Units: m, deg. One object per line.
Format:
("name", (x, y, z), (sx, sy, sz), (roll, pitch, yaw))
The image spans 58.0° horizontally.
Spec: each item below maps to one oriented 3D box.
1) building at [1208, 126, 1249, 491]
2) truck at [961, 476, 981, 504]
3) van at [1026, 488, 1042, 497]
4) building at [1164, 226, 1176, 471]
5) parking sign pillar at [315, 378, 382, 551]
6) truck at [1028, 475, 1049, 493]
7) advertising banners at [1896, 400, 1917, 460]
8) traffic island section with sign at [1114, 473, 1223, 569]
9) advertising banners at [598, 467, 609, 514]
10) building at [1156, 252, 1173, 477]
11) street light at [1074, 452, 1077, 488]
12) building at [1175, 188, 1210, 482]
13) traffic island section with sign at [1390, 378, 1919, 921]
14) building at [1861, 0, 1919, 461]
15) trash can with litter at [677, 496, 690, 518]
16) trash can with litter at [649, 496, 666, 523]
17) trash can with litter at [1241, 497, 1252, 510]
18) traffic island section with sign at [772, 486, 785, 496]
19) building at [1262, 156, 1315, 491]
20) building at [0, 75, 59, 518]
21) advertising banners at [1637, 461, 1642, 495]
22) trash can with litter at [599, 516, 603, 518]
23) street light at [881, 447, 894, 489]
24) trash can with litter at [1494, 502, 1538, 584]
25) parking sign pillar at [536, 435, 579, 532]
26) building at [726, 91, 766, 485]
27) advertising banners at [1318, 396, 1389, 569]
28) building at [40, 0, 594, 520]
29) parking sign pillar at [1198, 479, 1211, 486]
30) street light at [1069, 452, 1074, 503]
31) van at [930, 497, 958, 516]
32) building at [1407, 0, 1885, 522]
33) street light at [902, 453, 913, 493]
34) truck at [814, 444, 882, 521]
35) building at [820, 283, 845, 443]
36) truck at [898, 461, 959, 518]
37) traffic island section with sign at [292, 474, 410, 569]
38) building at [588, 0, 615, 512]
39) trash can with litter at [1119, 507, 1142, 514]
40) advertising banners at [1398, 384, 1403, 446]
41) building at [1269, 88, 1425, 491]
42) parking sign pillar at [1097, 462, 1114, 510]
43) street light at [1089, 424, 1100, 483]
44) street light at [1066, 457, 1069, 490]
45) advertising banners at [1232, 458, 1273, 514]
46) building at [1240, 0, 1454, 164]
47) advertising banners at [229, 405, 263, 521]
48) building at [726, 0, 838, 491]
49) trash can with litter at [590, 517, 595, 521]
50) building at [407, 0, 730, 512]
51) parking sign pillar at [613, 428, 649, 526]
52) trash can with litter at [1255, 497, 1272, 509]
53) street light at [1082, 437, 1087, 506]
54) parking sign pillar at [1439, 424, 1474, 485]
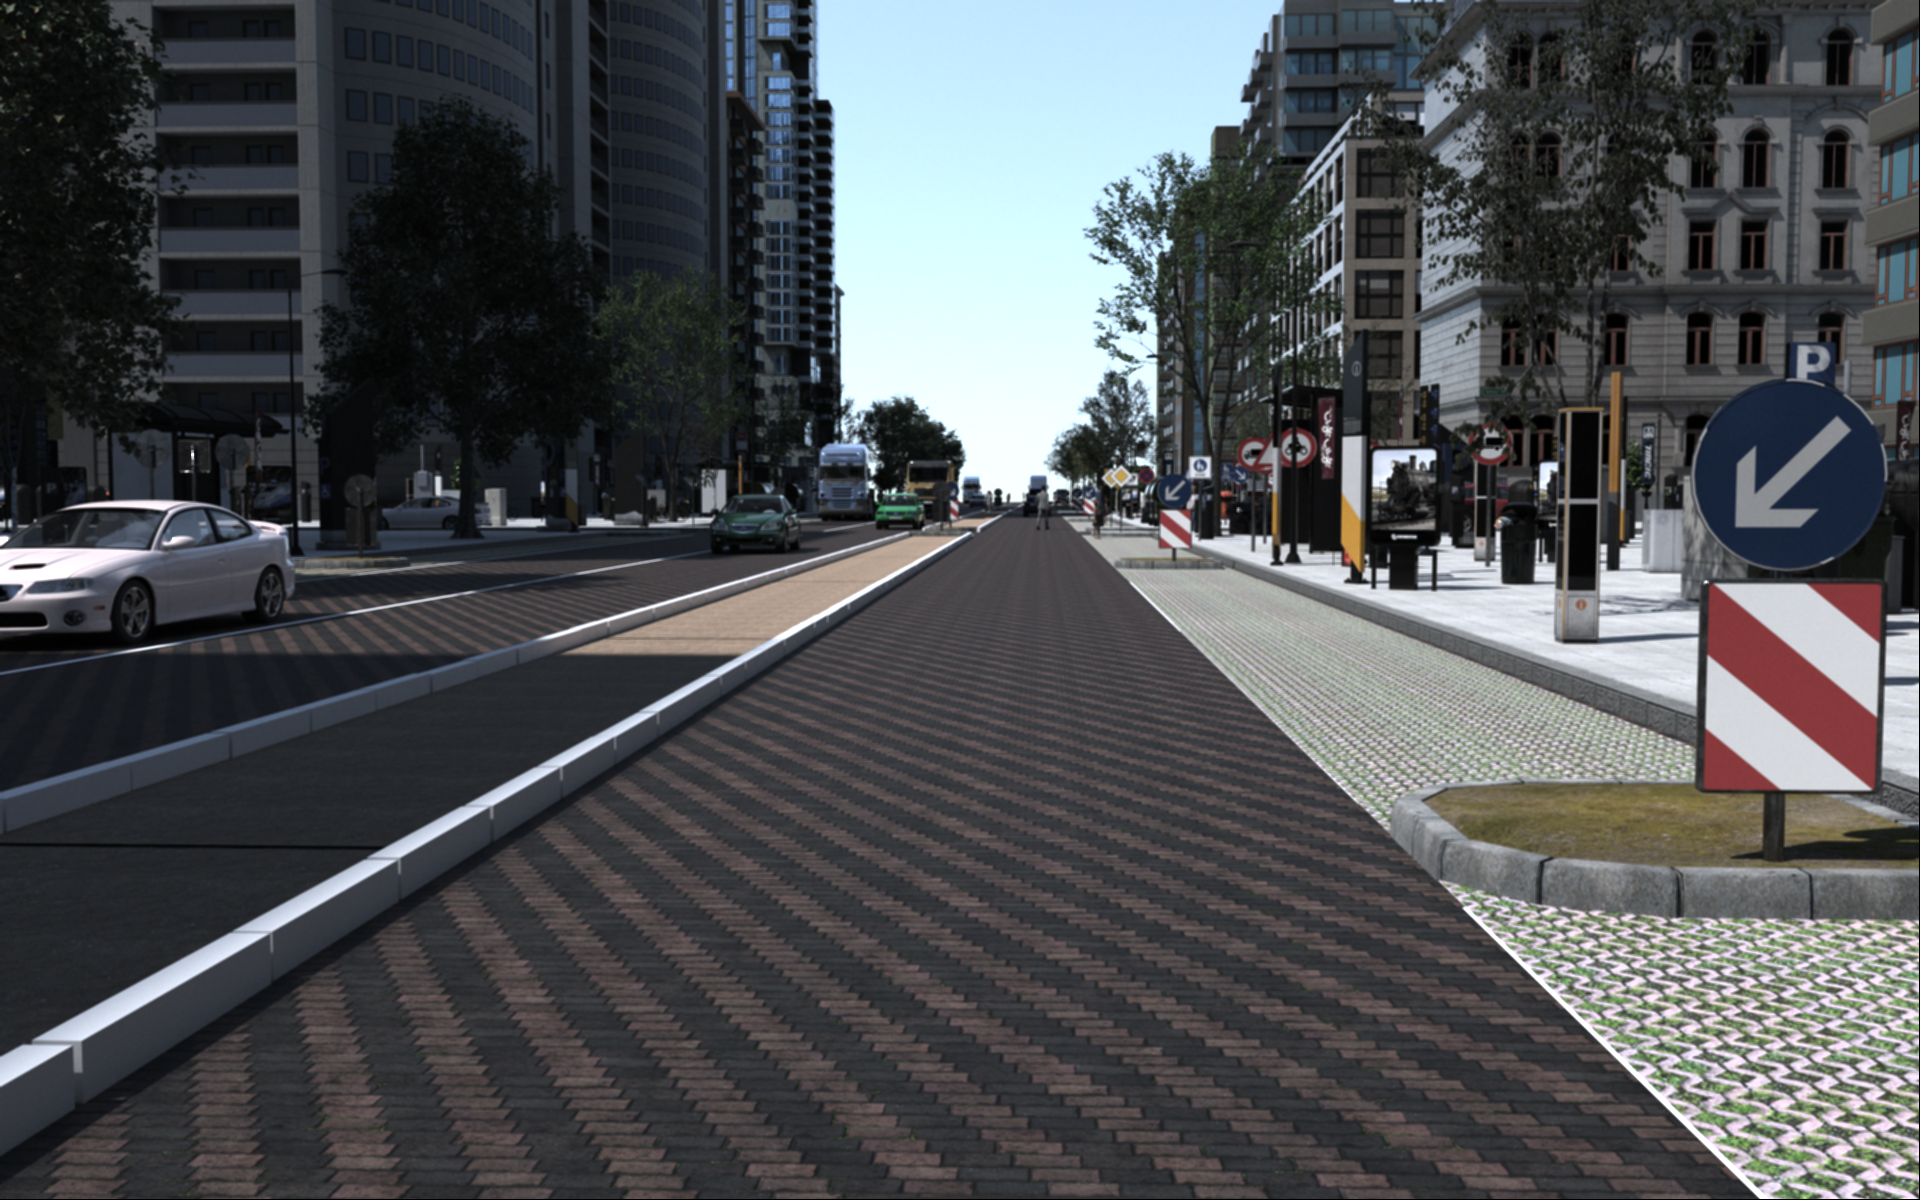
("building", (34.975, -31.290, 195.179), (14.154, 41.232, 14.086), (0, 4, 3))
("truck", (2.175, -16.814, 264.670), (2.967, 4.110, 18.799), (0, 4, 4))
("van", (8.286, -11.176, 187.109), (2.240, 2.365, 5.245), (0, 4, 2))
("building", (43.631, -39.743, 269.413), (23.786, 49.044, 30.456), (0, 4, 3))
("parking sign pillar", (-14.114, -3.143, 39.858), (1.447, 3.967, 1.447), (2, 4, 27))
("truck", (10.959, -15.418, 241.850), (2.967, 4.110, 18.799), (0, 4, 3))
("advertising banners", (17.022, -2.199, 32.138), (2.074, 3.025, 0.090), (-2, 4, -26))
("traffic island section with sign", (4.010, -1.531, 33.664), (1.989, 1.847, 2.006), (0, 4, 3))
("advertising banners", (-23.286, -7.158, 113.217), (0.090, 3.025, 2.074), (-2, 4, -29))
("building", (40.099, -37.246, 292.565), (14.154, 41.232, 14.086), (0, 4, 3))
("street light", (11.844, -11.795, 165.389), (1.470, 5.913, 1.316), (0, 4, 3))
("building", (38.253, -36.518, 247.172), (14.600, 45.320, 14.200), (0, 4, 3))
("traffic island section with sign", (2.777, 0.116, 6.737), (1.989, 1.847, 2.006), (0, 4, 3))
("building", (35.965, -11.219, 28.468), (27.650, 21.520, 28.899), (0, 4, 3))
("trash can with litter", (-15.006, -4.987, 92.929), (1.055, 1.170, 0.624), (0, 4, 0))
("trash can with litter", (-13.713, -3.965, 75.887), (1.678, 1.210, 2.233), (1, 4, 17))
("trash can with litter", (12.685, -4.005, 76.870), (0.624, 1.170, 1.055), (3, 5, 39))
("traffic island section with sign", (-9.389, -4.942, 89.436), (1.989, 1.847, 2.006), (0, 4, 3))
("building", (33.228, -23.179, 150.680), (14.160, 30.474, 14.107), (0, 4, 3))
("building", (-65.563, -47.692, 92.435), (31.000, 86.520, 22.319), (0, 4, 3))
("advertising banners", (30.180, -5.009, 78.091), (2.074, 3.025, 0.090), (-2, 4, -26))
("trash can with litter", (-19.039, -5.075, 94.041), (1.678, 1.210, 2.233), (-1, 4, -11))
("street light", (-7.145, -12.058, 169.692), (1.470, 5.913, 1.316), (0, 4, 3))
("trash can with litter", (7.969, -0.829, 24.946), (0.624, 1.170, 1.055), (1, 4, 12))
("parking sign pillar", (-13.822, -4.338, 59.398), (1.447, 3.967, 1.447), (-2, 4, -33))
("building", (-33.009, -32.491, 185.846), (22.147, 44.769, 28.867), (0, 4, 3))
("advertising banners", (6.905, -2.094, 30.433), (0.090, 3.025, 2.074), (-2, 4, -25))
("building", (-34.758, -33.940, 96.920), (21.231, 58.520, 28.212), (0, 4, 3))
("parking sign pillar", (15.439, -7.279, 107.484), (1.447, 3.967, 1.447), (0, 4, -6))
("street light", (13.030, -13.372, 191.177), (1.470, 5.913, 1.316), (0, 4, 3))
("van", (-1.101, -6.596, 114.850), (2.013, 2.044, 4.112), (0, 4, 2))
("building", (35.292, -18.213, 85.178), (23.554, 28.519, 14.401), (0, 4, 3))
("street light", (-5.954, -13.642, 195.581), (1.470, 5.913, 1.316), (0, 4, 3))
("truck", (-5.955, -6.633, 98.215), (2.967, 4.110, 18.799), (0, 4, 1))
("building", (-32.537, -36.311, 285.562), (32.217, 40.220, 23.993), (0, 4, 3))
("truck", (-1.624, -6.504, 102.256), (3.469, 3.379, 9.791), (0, 4, 3))
("traffic island section with sign", (-11.924, -1.546, 33.913), (1.989, 1.847, 2.006), (0, 4, 3))
("building", (-35.134, -42.244, 128.935), (20.563, 71.187, 20.611), (0, 4, 3))
("trash can with litter", (11.721, -6.291, 113.909), (2.233, 1.210, 1.678), (3, 5, 40))
("advertising banners", (6.925, -1.890, 27.083), (0.090, 3.025, 2.074), (1, 4, 12))
("building", (34.022, -19.504, 123.401), (19.350, 26.468, 34.151), (0, 4, 3))
("parking sign pillar", (11.706, -9.227, 139.330), (1.447, 3.967, 1.447), (0, 4, 7))
("street light", (9.454, -8.717, 115.061), (1.470, 5.913, 1.316), (0, 4, 3))
("street light", (14.114, -14.993, 217.668), (1.470, 5.913, 1.316), (0, 4, 3))
("advertising banners", (14.288, -5.399, 84.460), (2.074, 3.025, 0.090), (2, 4, 24))
("building", (39.791, -33.800, 172.242), (23.786, 49.044, 30.456), (0, 4, 3))
("advertising banners", (-13.769, -2.282, 33.493), (0.090, 3.025, 2.074), (0, 4, -5))
("building", (-29.059, -57.704, 256.124), (22.319, 86.520, 31.000), (0, 4, 3))
("trash can with litter", (-18.927, -4.424, 83.388), (2.233, 1.210, 1.678), (3, 5, 42))
("building", (-33.973, -37.597, 156.706), (21.231, 58.520, 28.212), (0, 4, 3))
("parking sign pillar", (-13.411, -5.022, 70.585), (1.447, 3.967, 1.447), (1, 4, 18))
("trash can with litter", (11.860, -3.371, 66.499), (0.624, 1.170, 1.055), (-1, 4, -21))
("street light", (10.624, -10.294, 140.849), (1.470, 5.913, 1.316), (0, 4, 3))
("parking sign pillar", (18.969, -4.757, 66.256), (1.447, 3.967, 1.447), (-1, 4, -10))
